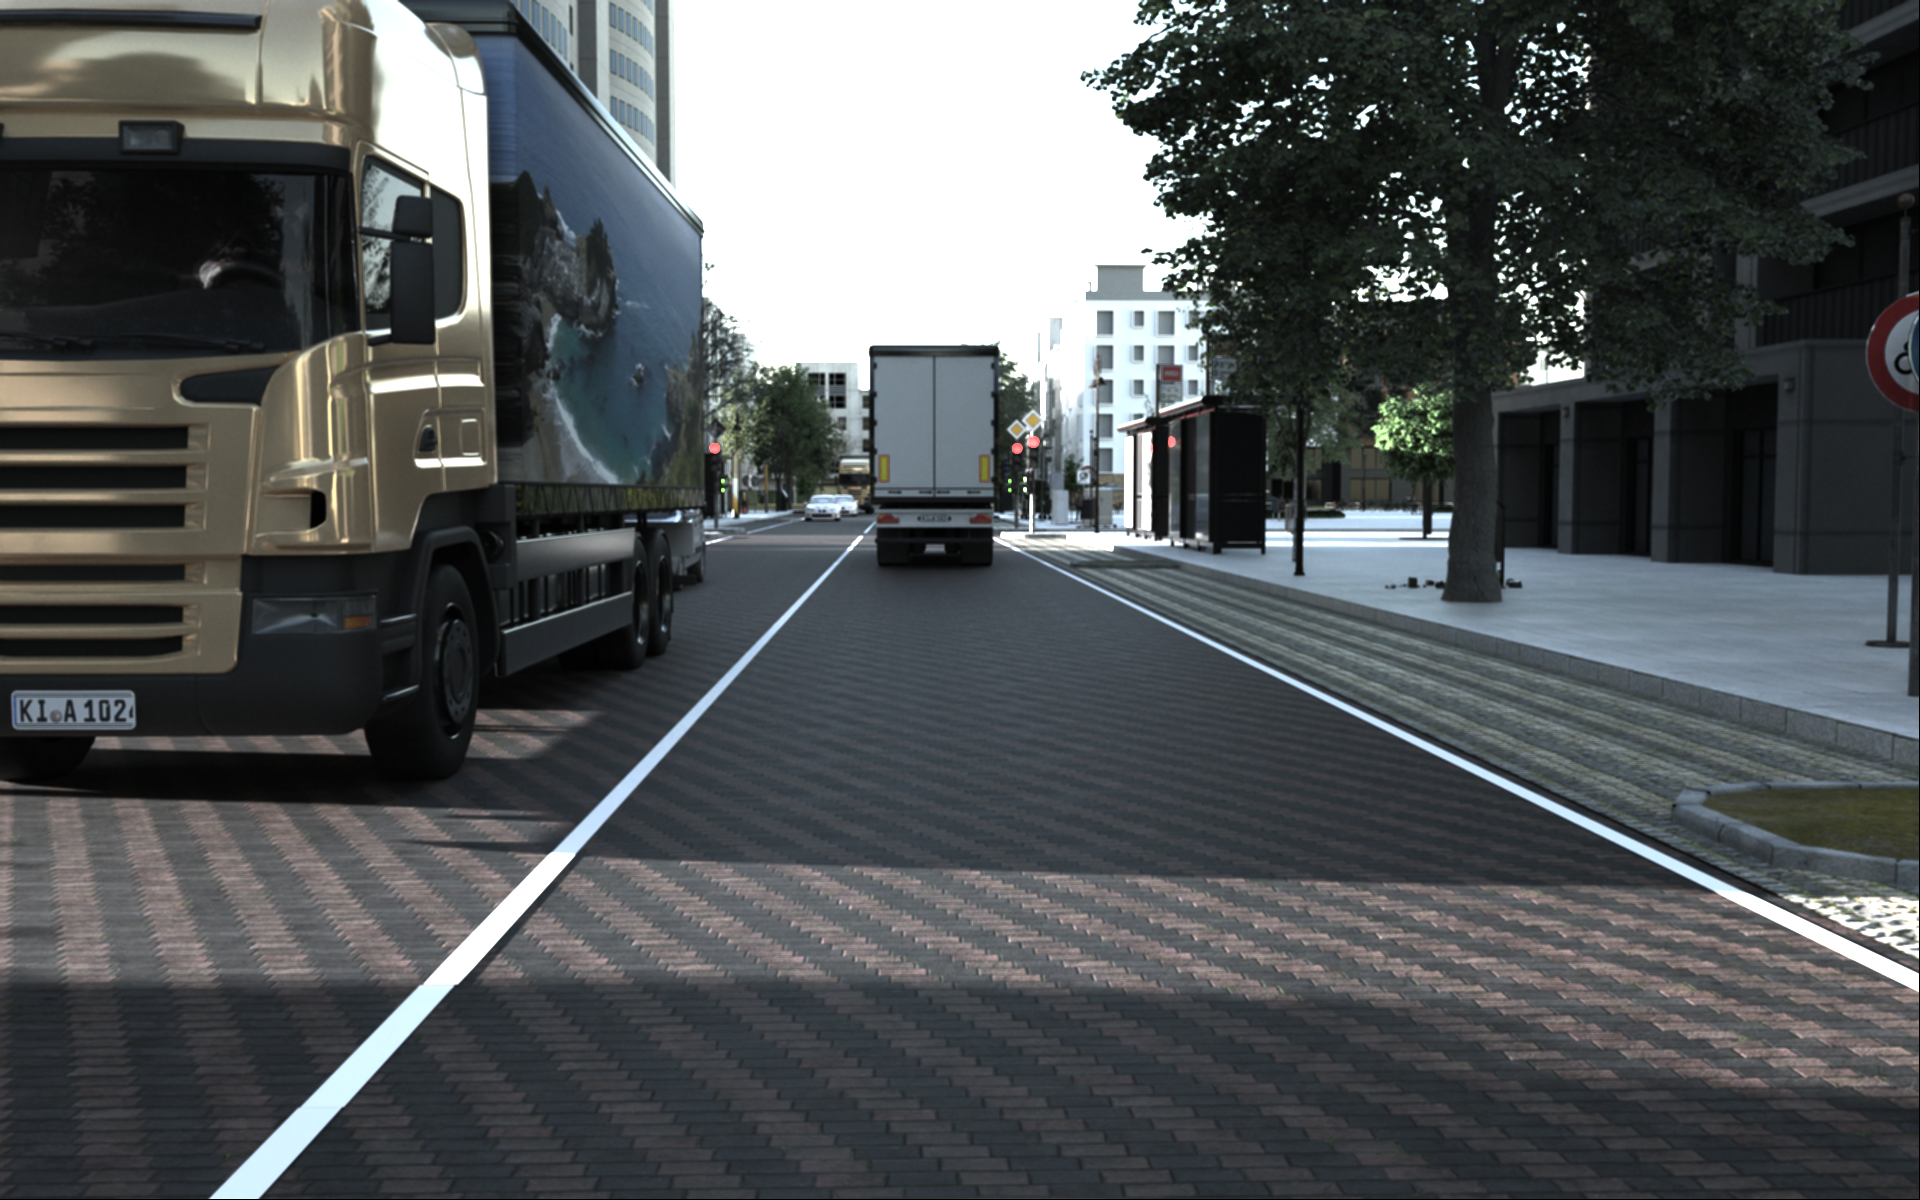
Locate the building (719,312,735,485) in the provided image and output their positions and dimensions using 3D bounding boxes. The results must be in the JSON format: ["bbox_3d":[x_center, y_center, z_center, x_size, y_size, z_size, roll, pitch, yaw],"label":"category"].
[{"bbox_3d":[-30.982,-19.564,176.294,16.016,20.091,11.380,0,4,-2],"label":"building"}]

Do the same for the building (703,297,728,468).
[{"bbox_3d":[-30.803,-17.644,154.933,16.747,18.905,31.486,0,4,-2],"label":"building"}]

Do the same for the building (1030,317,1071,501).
[{"bbox_3d":[16.910,-19.269,181.512,16.747,18.905,31.486,0,4,-2],"label":"building"}]

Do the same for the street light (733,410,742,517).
[{"bbox_3d":[-12.184,-7.473,94.969,0.468,5.910,1.993,0,4,-2],"label":"street light"}]

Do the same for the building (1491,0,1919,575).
[{"bbox_3d":[23.355,-36.205,30.197,20.563,71.187,20.611,0,4,-2],"label":"building"}]

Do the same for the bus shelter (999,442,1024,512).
[{"bbox_3d":[3.537,-9.183,127.777,2.179,5.291,8.768,0,4,-2],"label":"bus shelter"}]

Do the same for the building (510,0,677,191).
[{"bbox_3d":[-31.992,-35.352,120.003,21.231,58.520,28.212,0,4,-2],"label":"building"}]

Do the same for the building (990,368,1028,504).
[{"bbox_3d":[9.252,-22.871,240.397,31.486,18.905,16.747,0,4,-2],"label":"building"}]

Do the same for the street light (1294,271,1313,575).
[{"bbox_3d":[5.367,-3.329,27.215,0.468,5.910,1.993,0,4,-2],"label":"street light"}]

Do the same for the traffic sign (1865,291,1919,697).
[{"bbox_3d":[6.067,-0.662,10.924,0.768,2.556,0.104,0,4,6],"label":"traffic sign"}]

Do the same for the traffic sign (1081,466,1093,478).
[{"bbox_3d":[5.803,-4.809,78.730,0.768,2.556,0.104,0,4,3],"label":"traffic sign"}]

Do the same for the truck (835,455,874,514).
[{"bbox_3d":[-7.583,-8.494,127.792,2.839,4.237,11.283,0,4,-1],"label":"truck"}]

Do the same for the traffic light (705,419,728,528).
[{"bbox_3d":[-9.070,-4.622,64.488,0.839,4.253,0.868,0,4,-2],"label":"traffic light"}]

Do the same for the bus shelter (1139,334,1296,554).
[{"bbox_3d":[6.022,-3.875,40.982,2.179,5.291,8.768,0,4,-2],"label":"bus shelter"}]

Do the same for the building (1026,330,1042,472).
[{"bbox_3d":[15.857,-21.188,202.844,16.016,20.091,11.380,0,4,-2],"label":"building"}]

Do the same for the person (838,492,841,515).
[{"bbox_3d":[-8.329,-6.612,118.479,0.647,1.594,0.662,2,4,28],"label":"person"}]

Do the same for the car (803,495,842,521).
[{"bbox_3d":[-7.394,-4.962,93.483,2.083,1.381,4.827,0,4,-3],"label":"car"}]

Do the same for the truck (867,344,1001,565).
[{"bbox_3d":[-0.527,-3.006,38.068,2.839,4.237,11.283,0,4,0],"label":"truck"}]

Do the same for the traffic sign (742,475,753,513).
[{"bbox_3d":[-14.292,-7.120,116.515,0.768,2.556,0.104,0,4,1],"label":"traffic sign"}]

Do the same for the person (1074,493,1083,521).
[{"bbox_3d":[5.728,-4.473,83.087,0.435,1.345,0.340,-2,4,-29],"label":"person"}]

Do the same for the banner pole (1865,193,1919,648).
[{"bbox_3d":[8.086,-1.494,14.442,0.863,3.779,0.401,1,4,18],"label":"banner pole"}]

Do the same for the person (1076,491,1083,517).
[{"bbox_3d":[6.510,-5.107,90.103,0.990,1.755,0.434,2,4,30],"label":"person"}]

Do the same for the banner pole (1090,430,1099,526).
[{"bbox_3d":[5.216,-4.736,67.445,0.401,3.779,0.863,-1,4,-22],"label":"banner pole"}]

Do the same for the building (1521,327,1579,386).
[{"bbox_3d":[66.230,-21.118,201.702,11.380,20.091,16.016,0,4,-2],"label":"building"}]

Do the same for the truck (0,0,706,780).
[{"bbox_3d":[-3.751,-1.416,12.073,2.839,4.237,11.283,0,4,-1],"label":"truck"}]

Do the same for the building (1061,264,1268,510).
[{"bbox_3d":[17.317,-17.852,148.296,16.016,20.091,11.380,0,4,-2],"label":"building"}]

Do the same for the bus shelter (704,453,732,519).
[{"bbox_3d":[-13.451,-6.905,90.523,2.179,5.291,8.768,0,4,-2],"label":"bus shelter"}]

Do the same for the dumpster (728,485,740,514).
[{"bbox_3d":[-14.086,-6.102,105.531,1.264,1.857,1.865,0,4,-2],"label":"dumpster"}]

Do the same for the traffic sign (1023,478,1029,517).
[{"bbox_3d":[3.915,-6.048,98.882,0.884,2.594,0.081,0,4,-1],"label":"traffic sign"}]

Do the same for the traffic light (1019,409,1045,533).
[{"bbox_3d":[2.373,-4.158,56.899,0.839,4.253,0.868,0,4,-2],"label":"traffic light"}]

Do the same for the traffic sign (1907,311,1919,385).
[{"bbox_3d":[6.097,-0.637,10.519,0.768,2.556,0.104,0,4,2],"label":"traffic sign"}]

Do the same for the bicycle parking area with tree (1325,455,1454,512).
[{"bbox_3d":[31.862,-8.675,128.840,8.231,4.147,9.016,-1,4,-19],"label":"bicycle parking area with tree"}]

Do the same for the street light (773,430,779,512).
[{"bbox_3d":[-13.209,-9.294,124.750,0.468,5.910,1.993,0,4,-2],"label":"street light"}]

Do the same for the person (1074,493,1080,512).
[{"bbox_3d":[8.552,-7.108,126.175,0.435,1.345,0.340,0,4,5],"label":"person"}]

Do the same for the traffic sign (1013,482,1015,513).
[{"bbox_3d":[3.593,-7.022,116.940,0.606,2.300,0.079,0,4,3],"label":"traffic sign"}]

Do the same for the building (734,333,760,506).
[{"bbox_3d":[-39.707,-20.302,198.392,31.486,18.905,16.747,0,4,-2],"label":"building"}]

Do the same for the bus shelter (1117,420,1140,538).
[{"bbox_3d":[5.922,-4.498,51.178,2.179,5.291,8.768,0,4,-2],"label":"bus shelter"}]

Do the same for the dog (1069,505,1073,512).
[{"bbox_3d":[7.951,-6.565,124.170,0.540,0.507,0.406,3,5,40],"label":"dog"}]

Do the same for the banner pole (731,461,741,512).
[{"bbox_3d":[-15.343,-7.900,119.182,0.863,3.779,0.401,-2,4,-28],"label":"banner pole"}]

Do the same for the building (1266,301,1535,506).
[{"bbox_3d":[43.941,-21.597,197.078,32.646,21.610,27.936,0,4,-2],"label":"building"}]

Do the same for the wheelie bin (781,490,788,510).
[{"bbox_3d":[-13.546,-7.599,132.158,0.693,1.594,0.980,1,4,15],"label":"wheelie bin"}]

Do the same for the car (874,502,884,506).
[{"bbox_3d":[-9.675,-11.649,202.261,2.131,1.459,4.920,0,4,-4],"label":"car"}]

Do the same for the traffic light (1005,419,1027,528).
[{"bbox_3d":[2.104,-4.646,64.880,0.839,4.253,0.868,0,4,-2],"label":"traffic light"}]

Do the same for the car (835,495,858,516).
[{"bbox_3d":[-7.606,-6.112,112.296,2.083,1.381,4.827,0,4,-1],"label":"car"}]

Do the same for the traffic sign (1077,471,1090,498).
[{"bbox_3d":[5.277,-4.393,73.954,0.606,2.300,0.079,0,3,0],"label":"traffic sign"}]

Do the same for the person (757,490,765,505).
[{"bbox_3d":[-22.243,-11.496,194.726,1.217,1.736,0.721,1,4,12],"label":"person"}]

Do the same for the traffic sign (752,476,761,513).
[{"bbox_3d":[-14.213,-7.340,120.120,0.768,2.556,0.104,0,3,0],"label":"traffic sign"}]

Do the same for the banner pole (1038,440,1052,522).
[{"bbox_3d":[4.008,-5.526,80.367,0.863,3.779,0.401,-2,4,-25],"label":"banner pole"}]

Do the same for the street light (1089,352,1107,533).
[{"bbox_3d":[4.488,-5.126,56.601,0.468,5.910,1.993,0,4,-2],"label":"street light"}]

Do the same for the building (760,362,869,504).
[{"bbox_3d":[-22.218,-22.809,239.389,31.486,18.905,16.747,0,4,-2],"label":"building"}]
